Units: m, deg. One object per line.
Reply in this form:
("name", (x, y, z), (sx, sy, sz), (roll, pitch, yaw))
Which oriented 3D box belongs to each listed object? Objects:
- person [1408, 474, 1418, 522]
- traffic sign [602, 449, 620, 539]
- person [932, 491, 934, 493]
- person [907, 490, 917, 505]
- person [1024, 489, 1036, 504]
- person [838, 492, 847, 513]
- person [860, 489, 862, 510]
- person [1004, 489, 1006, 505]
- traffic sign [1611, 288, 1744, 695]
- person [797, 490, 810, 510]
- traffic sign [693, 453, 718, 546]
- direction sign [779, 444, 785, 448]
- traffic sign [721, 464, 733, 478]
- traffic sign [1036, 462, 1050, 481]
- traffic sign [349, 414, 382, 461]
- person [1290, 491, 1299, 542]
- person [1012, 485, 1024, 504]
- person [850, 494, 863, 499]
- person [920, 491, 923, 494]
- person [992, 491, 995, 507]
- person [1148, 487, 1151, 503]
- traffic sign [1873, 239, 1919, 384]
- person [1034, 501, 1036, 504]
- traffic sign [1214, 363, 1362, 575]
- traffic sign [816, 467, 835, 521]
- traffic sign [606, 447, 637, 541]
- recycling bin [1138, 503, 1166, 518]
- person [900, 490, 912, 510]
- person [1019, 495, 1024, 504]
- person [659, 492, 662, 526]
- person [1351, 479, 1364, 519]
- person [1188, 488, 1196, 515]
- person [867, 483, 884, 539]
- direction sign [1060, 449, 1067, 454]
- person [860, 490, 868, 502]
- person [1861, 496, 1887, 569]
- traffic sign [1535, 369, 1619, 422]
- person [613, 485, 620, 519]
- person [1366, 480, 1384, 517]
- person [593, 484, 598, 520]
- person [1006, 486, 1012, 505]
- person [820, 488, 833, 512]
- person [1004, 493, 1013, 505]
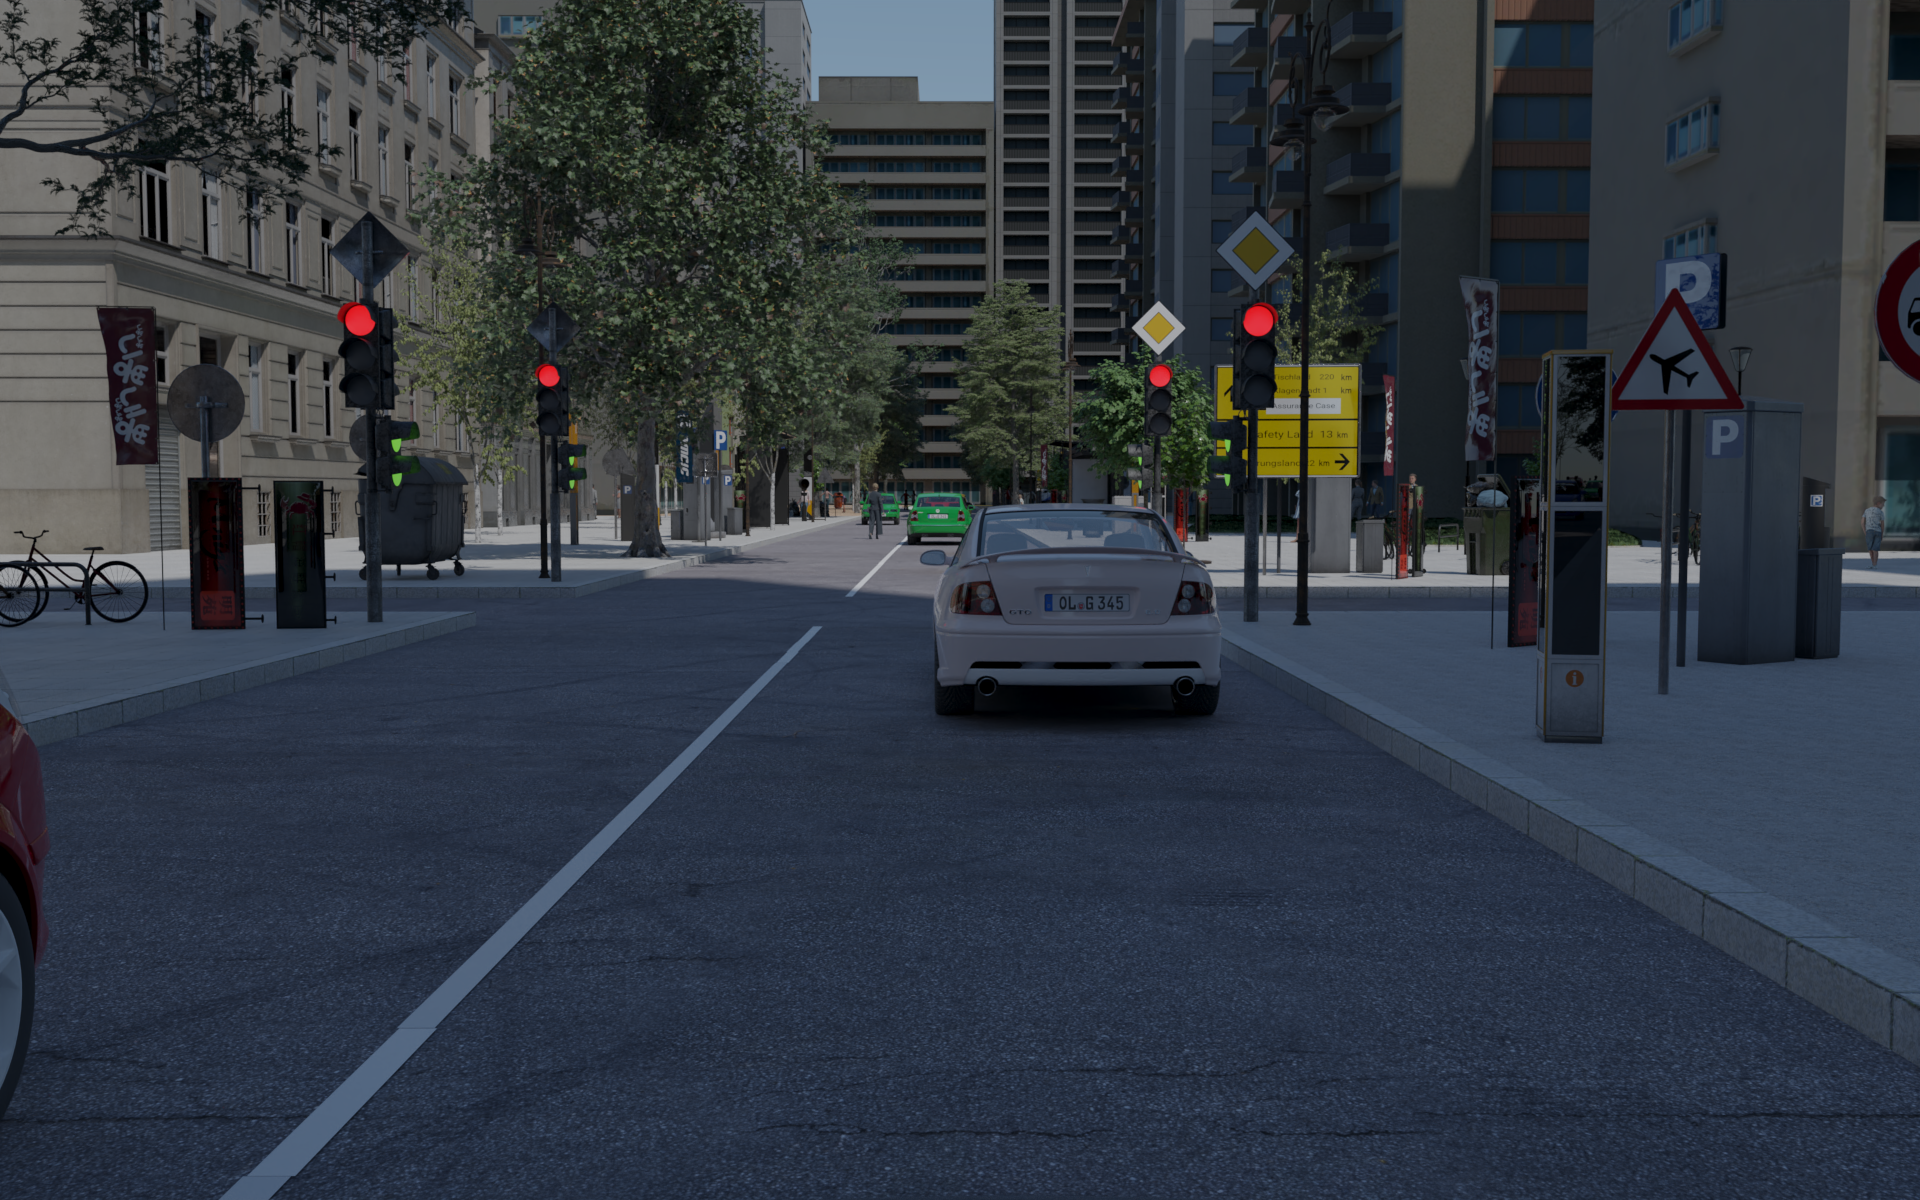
("person", (12.306, -2.543, 47.525), (0.836, 1.842, 0.656), (2, 4, 28))
("traffic sign", (-9.785, -3.002, 49.196), (0.768, 2.556, 0.104), (0, 4, 3))
("person", (-2.084, -7.462, 131.965), (0.415, 1.643, 0.593), (0, 4, 7))
("person", (-3.851, -8.119, 141.961), (1.217, 1.735, 0.721), (-3, 5, -41))
("person", (5.285, -7.534, 130.009), (1.217, 1.735, 0.721), (3, 5, 44))
("person", (-8.115, -6.744, 119.542), (0.697, 1.427, 0.421), (-2, 4, -31))
("person", (-8.161, -8.067, 138.767), (0.721, 1.723, 1.217), (1, 4, 21))
("person", (4.301, -10.035, 170.842), (0.721, 1.735, 1.217), (-2, 4, -24))
("traffic sign", (4.510, -0.675, 11.033), (0.884, 2.594, 0.081), (0, 4, 5))
("person", (-7.401, -4.626, 82.355), (0.731, 1.740, 0.598), (1, 4, 14))
("traffic sign", (-6.288, -2.487, 42.793), (0.606, 2.300, 0.079), (0, 4, 5))
("direction sign", (-8.183, -5.291, 78.512), (0.379, 3.537, 0.876), (2, 4, 29))
("traffic sign", (-10.138, -4.557, 74.608), (0.768, 2.556, 0.104), (0, 4, 6))
("traffic sign", (5.461, -6.368, 97.992), (2.265, 3.308, 0.079), (0, 4, 7))
("traffic sign", (-9.307, -1.670, 27.416), (0.768, 2.556, 0.104), (0, 4, 7))
("person", (9.079, -2.415, 45.625), (0.778, 1.811, 0.616), (0, 3, 0))
("person", (3.652, -6.194, 107.317), (0.705, 1.824, 1.348), (2, 4, 31))
("person", (-8.562, -8.309, 142.039), (1.348, 1.807, 0.705), (3, 4, 38))
("person", (-3.441, -9.416, 162.897), (0.568, 1.767, 0.683), (2, 4, 30))
("person", (3.431, -10.142, 173.334), (0.415, 1.643, 0.593), (2, 4, 25))
("person", (7.545, -3.784, 67.926), (0.660, 1.820, 0.620), (-1, 4, -11))
("traffic sign", (4.808, -0.512, 8.476), (0.768, 2.556, 0.104), (0, 4, 1))
("person", (4.518, -5.418, 100.133), (0.738, 1.151, 1.012), (-3, 5, -42))
("traffic sign", (5.122, -2.037, 27.181), (2.265, 3.308, 0.079), (0, 4, 5))
("traffic sign", (-6.413, -5.041, 82.419), (0.884, 2.594, 0.081), (0, 4, 2))
("traffic sign", (-9.265, -2.898, 47.389), (0.884, 2.594, 0.081), (0, 4, 8))
("recycling bin", (5.477, -2.307, 50.269), (0.722, 1.027, 0.722), (-3, 4, -36))
("person", (-4.782, -8.899, 153.967), (1.348, 1.831, 0.705), (2, 4, 32))
("person", (3.098, -4.727, 88.014), (0.352, 1.250, 0.332), (3, 5, 40))
("person", (-12.370, -3.912, 69.777), (0.755, 1.850, 0.659), (1, 4, 19))
("person", (13.684, -3.288, 60.069), (0.520, 1.790, 0.573), (-2, 4, -34))
("person", (11.051, -4.757, 83.805), (0.794, 1.824, 0.713), (0, 4, -6))
("person", (-2.674, -2.813, 54.911), (0.576, 1.772, 0.534), (0, 4, 2))
("direction sign", (5.420, -5.772, 86.374), (0.876, 3.537, 0.379), (1, 4, 14))
("person", (-8.412, -8.964, 153.332), (1.217, 1.735, 0.721), (-2, 4, -26))
("person", (15.625, -1.156, 29.633), (0.352, 1.250, 0.332), (-1, 4, -20))
("traffic sign", (5.591, -0.957, 15.747), (0.768, 2.556, 0.104), (0, 4, 2))
("person", (-17.944, -5.162, 90.793), (0.532, 1.782, 0.716), (0, 4, -6))
("person", (16.231, -3.779, 67.746), (0.656, 1.842, 0.836), (1, 4, 9))
("person", (-18.409, -4.912, 86.622), (0.678, 1.792, 0.850), (1, 4, 10))
("person", (3.266, -6.665, 114.982), (0.705, 1.831, 1.348), (0, 4, -7))
("person", (-9.472, -7.131, 123.337), (1.217, 1.736, 0.721), (1, 4, 10))
("person", (3.949, -8.374, 143.779), (1.217, 1.723, 0.721), (-1, 4, -17))
